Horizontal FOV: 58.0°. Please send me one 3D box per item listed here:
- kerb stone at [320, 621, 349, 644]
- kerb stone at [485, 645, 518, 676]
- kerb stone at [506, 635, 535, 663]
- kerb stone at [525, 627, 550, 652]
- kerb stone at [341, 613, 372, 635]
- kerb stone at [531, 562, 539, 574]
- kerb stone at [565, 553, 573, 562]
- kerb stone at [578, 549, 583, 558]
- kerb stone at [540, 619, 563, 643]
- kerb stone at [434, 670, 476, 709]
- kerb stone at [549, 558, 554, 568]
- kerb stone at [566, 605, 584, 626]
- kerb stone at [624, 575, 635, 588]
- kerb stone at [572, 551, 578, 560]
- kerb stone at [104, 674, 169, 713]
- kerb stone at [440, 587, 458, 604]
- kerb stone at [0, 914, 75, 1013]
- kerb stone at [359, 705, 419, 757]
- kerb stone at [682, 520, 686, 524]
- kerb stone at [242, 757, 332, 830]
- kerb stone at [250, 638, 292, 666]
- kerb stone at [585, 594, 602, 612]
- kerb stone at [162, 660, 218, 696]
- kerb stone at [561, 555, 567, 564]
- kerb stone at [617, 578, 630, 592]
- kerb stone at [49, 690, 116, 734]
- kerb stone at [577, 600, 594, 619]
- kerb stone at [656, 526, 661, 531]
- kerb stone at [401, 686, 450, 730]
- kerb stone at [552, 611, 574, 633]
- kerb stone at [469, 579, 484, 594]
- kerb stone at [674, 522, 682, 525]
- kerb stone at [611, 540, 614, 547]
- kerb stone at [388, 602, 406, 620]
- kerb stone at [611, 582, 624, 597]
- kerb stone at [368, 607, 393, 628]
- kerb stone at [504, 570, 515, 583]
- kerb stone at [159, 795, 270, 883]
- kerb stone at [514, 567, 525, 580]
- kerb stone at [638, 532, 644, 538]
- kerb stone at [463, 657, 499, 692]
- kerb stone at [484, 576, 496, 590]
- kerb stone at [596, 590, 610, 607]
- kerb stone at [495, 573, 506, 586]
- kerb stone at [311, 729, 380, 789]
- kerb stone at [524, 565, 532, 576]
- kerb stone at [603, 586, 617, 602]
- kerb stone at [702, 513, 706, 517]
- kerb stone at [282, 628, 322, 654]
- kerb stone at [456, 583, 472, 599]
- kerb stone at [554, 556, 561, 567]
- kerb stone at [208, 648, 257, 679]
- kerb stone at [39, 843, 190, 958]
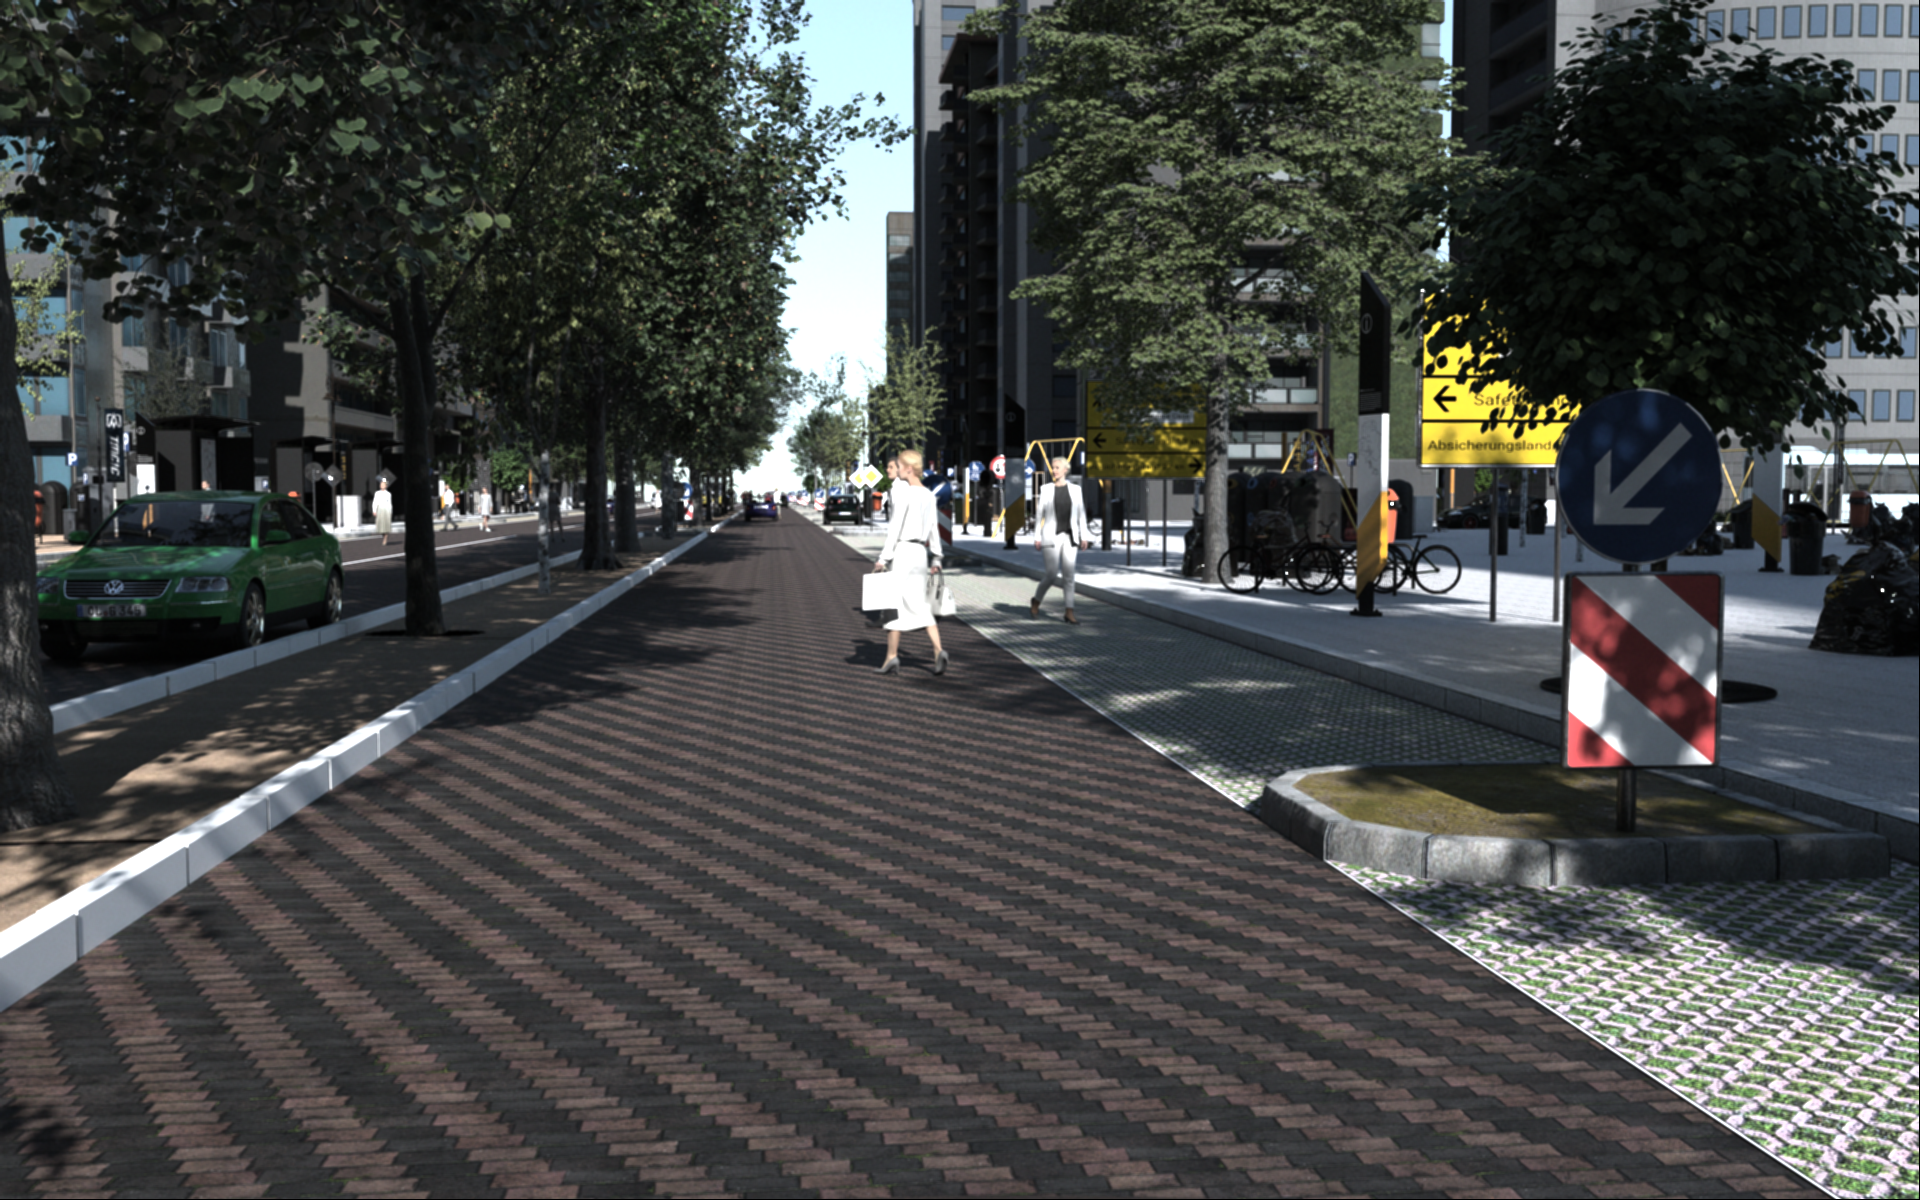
[{"bbox_3d":[-6.137,0.339,16.791,0.120,0.150,1.000,0,4,-6],"label":"kerb stone"},{"bbox_3d":[-3.718,0.503,13.965,0.120,0.150,1.000,0,4,-6],"label":"kerb stone"},{"bbox_3d":[-3.833,0.441,14.984,0.120,0.150,1.000,0,4,-6],"label":"kerb stone"},{"bbox_3d":[-3.939,0.382,16.001,0.120,0.150,1.000,0,4,-6],"label":"kerb stone"},{"bbox_3d":[-6.247,0.268,17.807,0.120,0.150,1.000,0,4,-6],"label":"kerb stone"},{"bbox_3d":[-7.705,-0.542,31.053,0.120,0.150,1.000,0,4,-6],"label":"kerb stone"},{"bbox_3d":[-8.252,-0.852,36.164,0.120,0.150,1.000,0,4,-6],"label":"kerb stone"},{"bbox_3d":[-8.480,-0.979,38.196,0.120,0.150,1.000,0,4,-6],"label":"kerb stone"},{"bbox_3d":[-4.046,0.320,17.024,0.120,0.150,1.000,0,4,-6],"label":"kerb stone"},{"bbox_3d":[-3.501,0.628,11.929,0.120,0.150,1.000,0,4,-6],"label":"kerb stone"},{"bbox_3d":[-7.927,-0.665,33.098,0.120,0.150,1.000,0,4,-6],"label":"kerb stone"},{"bbox_3d":[-4.277,0.192,19.055,0.120,0.150,1.000,0,4,-6],"label":"kerb stone"},{"bbox_3d":[-5.051,-0.242,26.181,0.120,0.150,1.000,0,4,-6],"label":"kerb stone"},{"bbox_3d":[-8.367,-0.915,37.180,0.120,0.150,1.000,0,4,-6],"label":"kerb stone"},{"bbox_3d":[-5.594,0.643,11.695,0.120,0.150,1.000,0,4,-6],"label":"kerb stone"},{"bbox_3d":[-6.816,-0.042,22.888,0.120,0.150,1.000,0,4,-6],"label":"kerb stone"},{"bbox_3d":[-2.715,1.063,4.808,0.120,0.150,1.000,0,4,-6],"label":"kerb stone"},{"bbox_3d":[-3.271,0.752,9.897,0.120,0.150,1.000,0,4,-6],"label":"kerb stone"},{"bbox_3d":[-13.438,-3.753,83.553,0.120,0.150,1.000,0,4,-6],"label":"kerb stone"},{"bbox_3d":[-3.054,0.877,7.862,0.120,0.150,1.000,0,4,-6],"label":"kerb stone"},{"bbox_3d":[-5.912,0.458,14.749,0.120,0.150,1.000,0,4,-6],"label":"kerb stone"},{"bbox_3d":[-4.498,0.068,21.089,0.120,0.150,1.000,0,4,-6],"label":"kerb stone"},{"bbox_3d":[-5.692,0.585,12.713,0.120,0.150,1.000,0,4,-6],"label":"kerb stone"},{"bbox_3d":[-8.144,-0.786,35.142,0.120,0.150,1.000,0,4,-6],"label":"kerb stone"},{"bbox_3d":[-4.940,-0.182,25.165,0.120,0.150,1.000,0,4,-6],"label":"kerb stone"},{"bbox_3d":[-5.475,0.704,10.679,0.120,0.150,1.000,0,4,-6],"label":"kerb stone"},{"bbox_3d":[-4.384,0.130,20.072,0.120,0.150,1.000,0,4,-6],"label":"kerb stone"},{"bbox_3d":[-11.783,-2.815,68.270,0.120,0.150,1.000,0,4,-6],"label":"kerb stone"},{"bbox_3d":[-3.388,0.690,10.913,0.120,0.150,1.000,0,4,-6],"label":"kerb stone"},{"bbox_3d":[-4.168,0.254,18.039,0.120,0.150,1.000,0,4,-6],"label":"kerb stone"},{"bbox_3d":[-7.037,-0.167,24.921,0.120,0.150,1.000,0,4,-6],"label":"kerb stone"},{"bbox_3d":[-13.114,-3.561,80.502,0.120,0.150,1.000,0,4,-6],"label":"kerb stone"},{"bbox_3d":[-9.594,-1.595,48.388,0.120,0.150,1.000,0,4,-6],"label":"kerb stone"},{"bbox_3d":[-6.479,0.145,19.839,0.120,0.150,1.000,0,4,-6],"label":"kerb stone"},{"bbox_3d":[-4.828,-0.115,24.149,0.120,0.150,1.000,0,4,-6],"label":"kerb stone"},{"bbox_3d":[-6.362,0.206,18.823,0.120,0.150,1.000,0,4,-6],"label":"kerb stone"},{"bbox_3d":[-7.363,-0.354,27.986,0.120,0.150,1.000,0,4,-6],"label":"kerb stone"},{"bbox_3d":[-2.944,0.942,6.842,0.120,0.150,1.000,0,4,-6],"label":"kerb stone"},{"bbox_3d":[-7.468,-0.417,29.012,0.120,0.150,1.000,0,4,-6],"label":"kerb stone"},{"bbox_3d":[-10.604,-2.162,57.551,0.120,0.150,1.000,0,4,-6],"label":"kerb stone"},{"bbox_3d":[-3.604,0.566,12.950,0.120,0.150,1.000,0,4,-6],"label":"kerb stone"},{"bbox_3d":[-7.137,-0.229,25.947,0.120,0.150,1.000,0,4,-6],"label":"kerb stone"},{"bbox_3d":[-4.605,0.005,22.112,0.120,0.150,1.000,0,4,-6],"label":"kerb stone"},{"bbox_3d":[-7.245,-0.289,26.970,0.120,0.150,1.000,0,4,-6],"label":"kerb stone"},{"bbox_3d":[-3.160,0.816,8.879,0.120,0.150,1.000,0,4,-6],"label":"kerb stone"},{"bbox_3d":[-7.590,-0.480,30.037,0.120,0.150,1.000,0,4,-6],"label":"kerb stone"},{"bbox_3d":[-4.721,-0.057,23.127,0.120,0.150,1.000,0,4,-6],"label":"kerb stone"},{"bbox_3d":[-16.900,-5.685,115.147,0.120,0.150,1.000,0,4,-6],"label":"kerb stone"},{"bbox_3d":[-6.030,0.393,15.774,0.120,0.150,1.000,0,4,-6],"label":"kerb stone"},{"bbox_3d":[-6.922,-0.104,23.905,0.120,0.150,1.000,0,4,-6],"label":"kerb stone"},{"bbox_3d":[-8.030,-0.729,34.115,0.120,0.150,1.000,0,4,-6],"label":"kerb stone"},{"bbox_3d":[-5.804,0.518,13.733,0.120,0.150,1.000,0,4,-6],"label":"kerb stone"},{"bbox_3d":[-2.831,1.001,5.826,0.120,0.150,1.000,0,4,-6],"label":"kerb stone"}]
